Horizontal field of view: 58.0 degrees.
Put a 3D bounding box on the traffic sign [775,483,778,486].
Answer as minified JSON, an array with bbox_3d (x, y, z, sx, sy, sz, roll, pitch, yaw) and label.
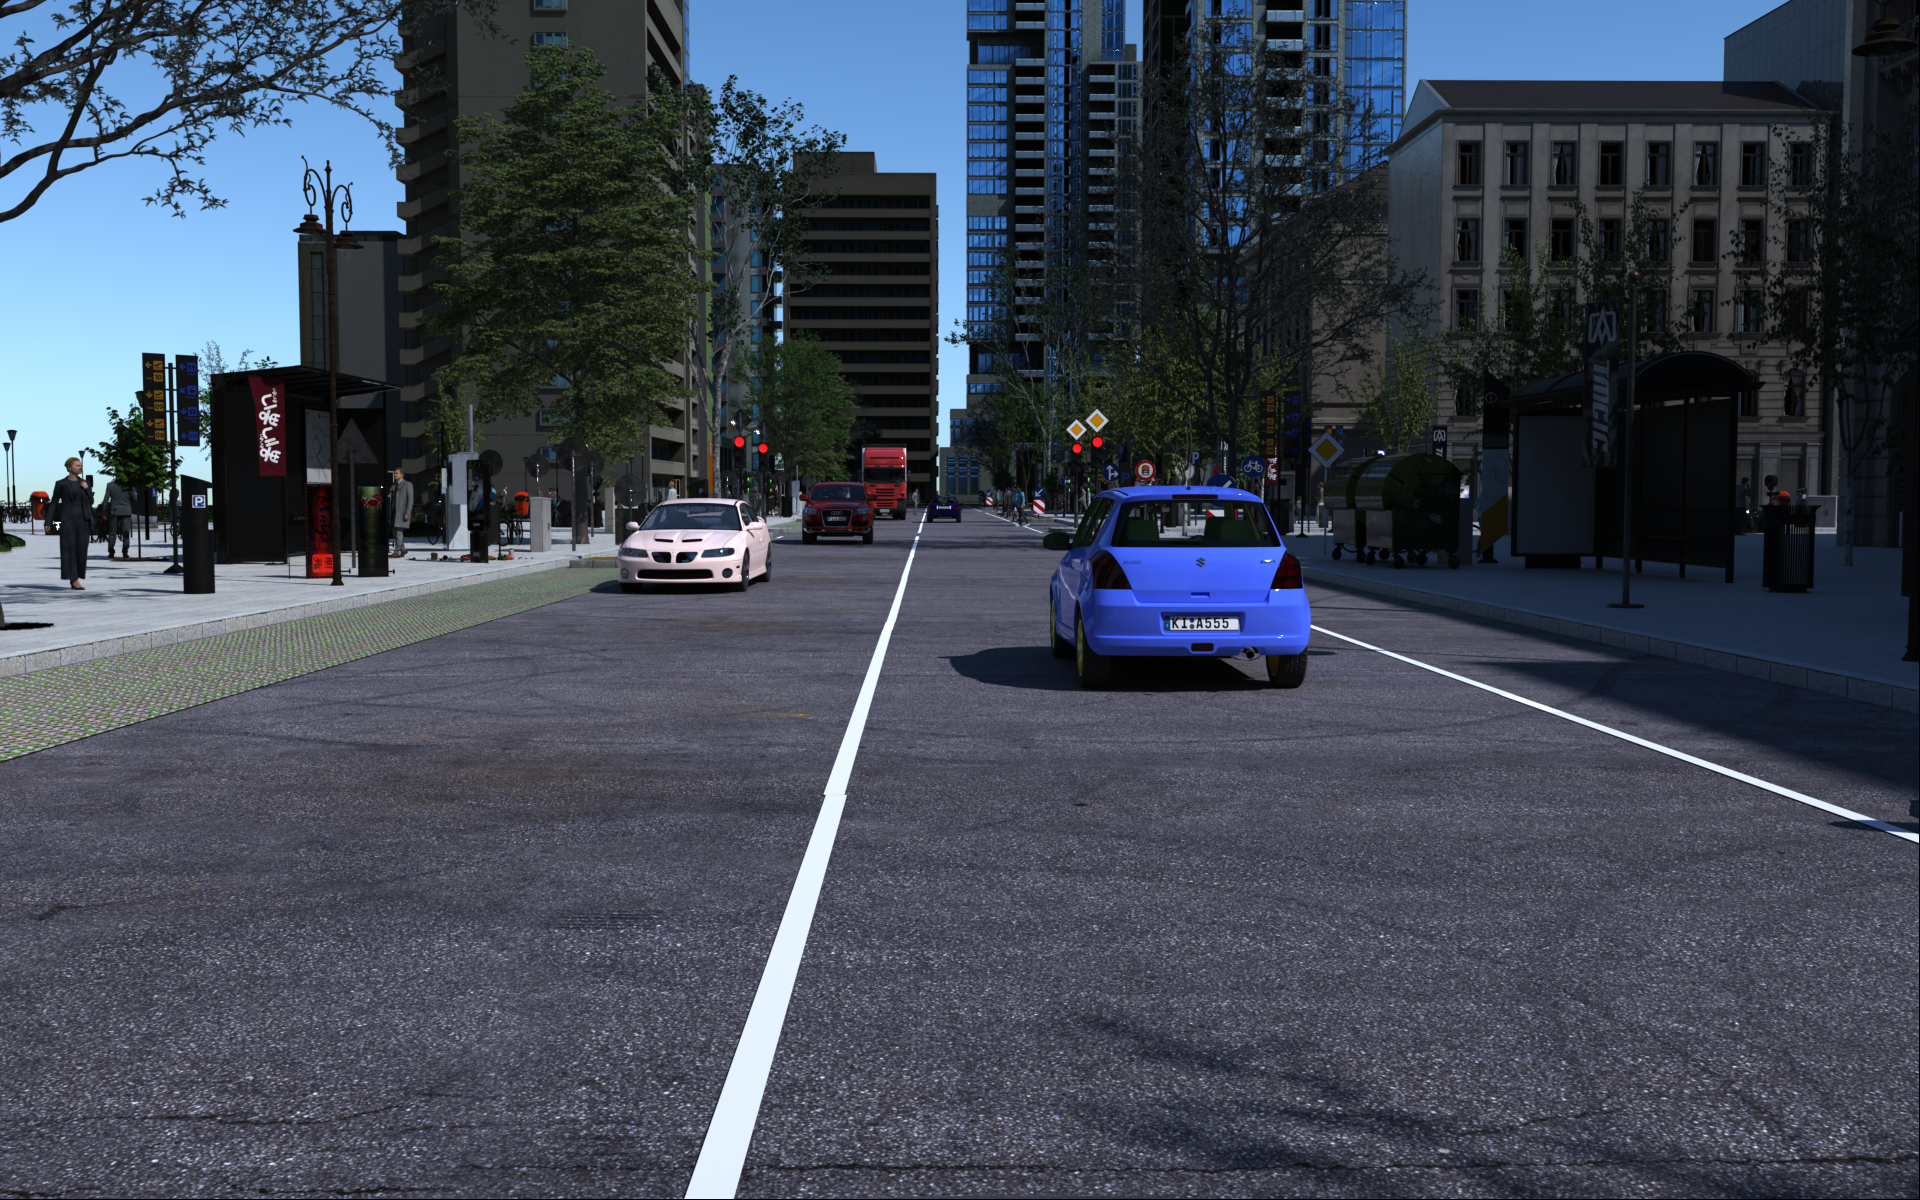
[{"bbox_3d":[-12.548,-7.372,120.643,0.768,2.556,0.104,1,4,9],"label":"traffic sign"}]

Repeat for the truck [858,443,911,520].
[{"bbox_3d":[-4.315,-6.688,98.260,2.839,4.237,11.283,0,4,-3],"label":"truck"}]

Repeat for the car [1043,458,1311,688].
[{"bbox_3d":[1.670,-0.276,14.107,1.945,1.707,3.694,0,4,-2],"label":"car"}]

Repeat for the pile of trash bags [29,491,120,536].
[{"bbox_3d":[-28.100,-2.741,54.576,3.447,1.369,1.912,2,4,27],"label":"pile of trash bags"}]

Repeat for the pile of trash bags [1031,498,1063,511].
[{"bbox_3d":[7.333,-7.660,134.998,3.447,1.369,1.912,-2,4,-28],"label":"pile of trash bags"}]

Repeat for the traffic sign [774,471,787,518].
[{"bbox_3d":[-9.803,-5.765,94.361,0.768,2.556,0.104,0,4,5],"label":"traffic sign"}]

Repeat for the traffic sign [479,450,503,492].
[{"bbox_3d":[-13.455,-3.027,49.593,0.768,2.556,0.104,1,4,8],"label":"traffic sign"}]

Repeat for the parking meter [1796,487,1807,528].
[{"bbox_3d":[32.183,-3.538,66.263,0.372,1.533,0.369,0,3,0],"label":"parking meter"}]

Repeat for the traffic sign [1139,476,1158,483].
[{"bbox_3d":[8.635,-4.864,79.529,0.884,2.594,0.081,1,4,8],"label":"traffic sign"}]

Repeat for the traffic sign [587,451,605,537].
[{"bbox_3d":[-10.953,-3.145,51.529,0.768,2.556,0.104,0,4,5],"label":"traffic sign"}]

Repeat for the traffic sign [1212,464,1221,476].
[{"bbox_3d":[11.062,-4.484,73.421,0.768,2.556,0.104,0,4,8],"label":"traffic sign"}]

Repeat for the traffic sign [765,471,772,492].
[{"bbox_3d":[-10.168,-5.522,90.386,0.768,2.556,0.104,0,4,0],"label":"traffic sign"}]

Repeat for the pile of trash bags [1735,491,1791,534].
[{"bbox_3d":[26.212,-2.875,56.757,1.912,1.369,3.447,0,4,-2],"label":"pile of trash bags"}]

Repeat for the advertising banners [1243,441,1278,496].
[{"bbox_3d":[9.506,-3.708,56.806,2.074,3.025,0.090,0,4,-3],"label":"advertising banners"}]

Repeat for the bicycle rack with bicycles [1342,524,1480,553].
[{"bbox_3d":[10.082,-1.517,38.179,2.925,0.926,2.852,2,4,26],"label":"bicycle rack with bicycles"}]

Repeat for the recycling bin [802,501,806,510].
[{"bbox_3d":[-12.421,-7.690,138.293,0.722,1.027,0.722,0,4,-4],"label":"recycling bin"}]

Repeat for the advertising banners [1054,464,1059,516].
[{"bbox_3d":[5.607,-6.389,100.651,0.090,3.025,2.074,0,4,-2],"label":"advertising banners"}]

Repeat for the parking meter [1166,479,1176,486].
[{"bbox_3d":[8.098,-3.717,66.480,0.255,1.863,0.399,-2,4,-30],"label":"parking meter"}]

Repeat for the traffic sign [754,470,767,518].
[{"bbox_3d":[-10.040,-5.351,87.598,0.768,2.556,0.104,0,4,6],"label":"traffic sign"}]

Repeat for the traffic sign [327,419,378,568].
[{"bbox_3d":[-10.504,-1.831,29.946,0.884,2.594,0.081,0,4,0],"label":"traffic sign"}]

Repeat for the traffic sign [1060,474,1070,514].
[{"bbox_3d":[6.649,-6.650,108.834,0.768,2.556,0.104,0,4,1],"label":"traffic sign"}]

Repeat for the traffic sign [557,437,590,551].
[{"bbox_3d":[-8.670,-2.368,38.819,0.768,2.556,0.104,0,4,7],"label":"traffic sign"}]

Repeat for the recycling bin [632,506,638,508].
[{"bbox_3d":[-13.178,-3.411,68.320,0.722,1.027,0.722,1,4,18],"label":"recycling bin"}]

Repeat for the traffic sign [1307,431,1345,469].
[{"bbox_3d":[7.647,-2.224,36.097,0.795,2.593,0.064,0,4,0],"label":"traffic sign"}]

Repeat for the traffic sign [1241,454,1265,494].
[{"bbox_3d":[9.380,-3.386,55.469,0.768,2.556,0.104,0,4,1],"label":"traffic sign"}]

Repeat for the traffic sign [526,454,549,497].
[{"bbox_3d":[-13.289,-3.326,54.490,0.768,2.556,0.104,0,4,7],"label":"traffic sign"}]

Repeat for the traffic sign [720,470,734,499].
[{"bbox_3d":[-12.377,-5.619,91.972,0.768,2.556,0.104,1,4,8],"label":"traffic sign"}]

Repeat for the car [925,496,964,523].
[{"bbox_3d":[-0.789,-4.589,87.603,1.945,1.354,3.894,0,4,0],"label":"car"}]

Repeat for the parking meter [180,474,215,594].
[{"bbox_3d":[-9.822,-0.851,22.321,0.372,1.533,0.369,0,3,0],"label":"parking meter"}]

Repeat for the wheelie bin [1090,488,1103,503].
[{"bbox_3d":[6.920,-4.862,87.394,0.980,1.594,0.693,-3,5,-44],"label":"wheelie bin"}]

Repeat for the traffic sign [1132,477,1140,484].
[{"bbox_3d":[9.391,-5.496,89.861,0.884,2.594,0.081,1,4,8],"label":"traffic sign"}]

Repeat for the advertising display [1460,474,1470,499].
[{"bbox_3d":[15.837,-3.033,54.800,0.123,1.923,0.974,3,5,45],"label":"advertising display"}]

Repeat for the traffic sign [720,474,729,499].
[{"bbox_3d":[-12.940,-5.853,95.808,0.768,2.556,0.104,0,4,7],"label":"traffic sign"}]

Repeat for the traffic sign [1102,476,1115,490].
[{"bbox_3d":[7.633,-5.424,88.786,0.768,2.556,0.104,0,4,0],"label":"traffic sign"}]

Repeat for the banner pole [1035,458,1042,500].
[{"bbox_3d":[5.376,-7.900,119.177,0.401,3.779,0.863,-3,5,-43],"label":"banner pole"}]

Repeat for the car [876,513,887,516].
[{"bbox_3d":[-4.586,-6.239,114.010,2.014,1.417,4.499,0,4,1],"label":"car"}]

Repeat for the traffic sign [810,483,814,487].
[{"bbox_3d":[-11.700,-8.204,134.238,0.768,2.556,0.104,0,4,7],"label":"traffic sign"}]

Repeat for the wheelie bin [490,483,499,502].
[{"bbox_3d":[-12.751,-2.331,46.023,0.980,1.594,0.693,-1,4,-19],"label":"wheelie bin"}]

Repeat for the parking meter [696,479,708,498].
[{"bbox_3d":[-9.900,-3.721,66.556,0.399,1.863,0.255,1,4,20],"label":"parking meter"}]

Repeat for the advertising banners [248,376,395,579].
[{"bbox_3d":[-9.668,-1.840,26.275,2.074,3.025,0.090,-2,4,-33],"label":"advertising banners"}]

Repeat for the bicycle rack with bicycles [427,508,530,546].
[{"bbox_3d":[-11.756,-1.834,43.370,2.852,0.926,2.925,-3,4,-37],"label":"bicycle rack with bicycles"}]

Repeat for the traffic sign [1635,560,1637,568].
[{"bbox_3d":[11.709,-1.820,29.865,0.768,2.556,0.104,0,4,4],"label":"traffic sign"}]

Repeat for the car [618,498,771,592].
[{"bbox_3d":[-4.035,-0.889,26.895,2.083,1.381,4.827,0,4,1],"label":"car"}]

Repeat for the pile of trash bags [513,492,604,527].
[{"bbox_3d":[-15.628,-3.531,67.481,3.447,1.369,1.912,-1,4,-9],"label":"pile of trash bags"}]

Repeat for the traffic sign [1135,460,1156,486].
[{"bbox_3d":[6.966,-3.973,65.062,0.768,2.556,0.104,0,4,4],"label":"traffic sign"}]

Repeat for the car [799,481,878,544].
[{"bbox_3d":[-3.570,-2.595,51.101,2.281,1.827,5.304,0,4,-3],"label":"car"}]

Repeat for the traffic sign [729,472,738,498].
[{"bbox_3d":[-12.964,-6.082,99.441,0.884,2.594,0.081,0,4,6],"label":"traffic sign"}]

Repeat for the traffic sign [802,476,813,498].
[{"bbox_3d":[-10.744,-7.438,121.714,0.768,2.556,0.104,0,4,0],"label":"traffic sign"}]

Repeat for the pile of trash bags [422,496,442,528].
[{"bbox_3d":[-20.221,-3.478,66.626,3.447,1.369,1.912,1,4,9],"label":"pile of trash bags"}]

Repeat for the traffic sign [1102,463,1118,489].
[{"bbox_3d":[6.220,-4.349,71.214,0.768,2.556,0.104,1,4,8],"label":"traffic sign"}]

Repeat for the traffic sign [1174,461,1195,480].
[{"bbox_3d":[8.447,-3.987,65.296,0.768,2.556,0.104,0,4,3],"label":"traffic sign"}]
